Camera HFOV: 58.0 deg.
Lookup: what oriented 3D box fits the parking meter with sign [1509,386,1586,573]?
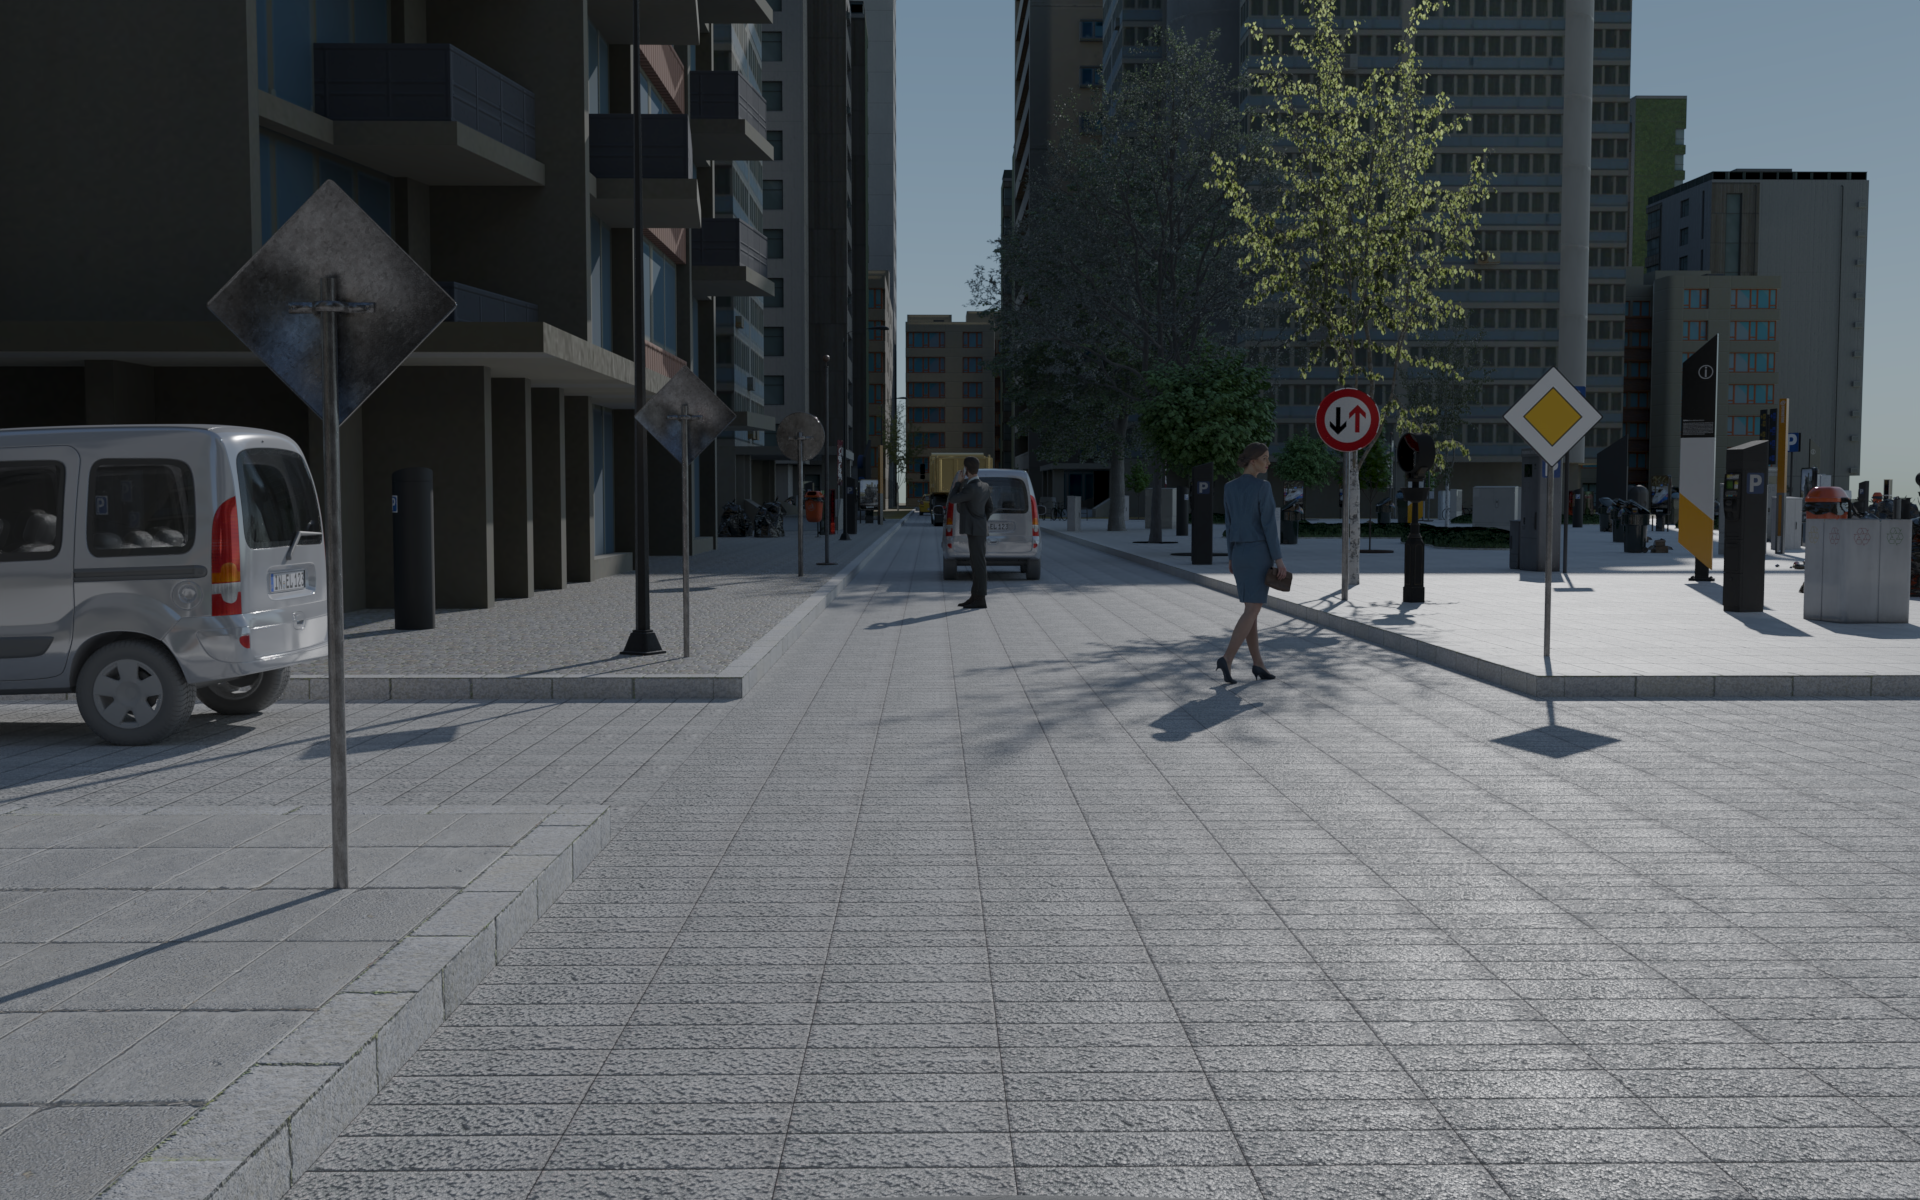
[{"bbox_3d":[9.702,-1.993,28.841,0.543,3.016,1.738,-1,4,-8],"label":"parking meter with sign"}]

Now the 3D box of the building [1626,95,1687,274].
[{"bbox_3d":[65.717,-30.437,181.238,14.086,41.232,14.154,0,4,-1],"label":"building"}]

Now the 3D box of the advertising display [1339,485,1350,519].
[{"bbox_3d":[19.887,-5.111,88.778,0.974,1.923,0.123,3,5,41],"label":"advertising display"}]

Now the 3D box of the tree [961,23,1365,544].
[{"bbox_3d":[5.226,-8.217,44.720,12.009,13.543,11.850,0,3,0],"label":"tree"}]

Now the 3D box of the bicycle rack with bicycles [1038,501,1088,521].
[{"bbox_3d":[5.026,-4.320,84.018,2.852,0.926,2.925,0,4,-6],"label":"bicycle rack with bicycles"}]

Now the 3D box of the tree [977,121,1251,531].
[{"bbox_3d":[5.350,-9.371,59.875,9.857,13.997,8.962,0,3,0],"label":"tree"}]

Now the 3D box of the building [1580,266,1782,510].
[{"bbox_3d":[50.262,-18.708,150.915,28.899,21.520,27.650,0,4,-1],"label":"building"}]

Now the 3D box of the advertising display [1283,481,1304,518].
[{"bbox_3d":[15.936,-4.746,82.817,0.974,1.923,0.123,0,4,0],"label":"advertising display"}]

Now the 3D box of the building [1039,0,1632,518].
[{"bbox_3d":[21.175,-25.051,101.457,32.217,40.220,23.993,0,4,-1],"label":"building"}]

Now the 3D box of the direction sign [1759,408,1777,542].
[{"bbox_3d":[21.525,-3.315,46.200,0.379,3.537,0.876,0,4,-1],"label":"direction sign"}]

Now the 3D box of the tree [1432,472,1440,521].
[{"bbox_3d":[21.901,-5.328,81.712,1.663,3.219,1.824,0,3,0],"label":"tree"}]

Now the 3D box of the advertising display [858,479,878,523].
[{"bbox_3d":[-3.966,-4.309,75.663,0.974,1.923,0.123,-2,4,-28],"label":"advertising display"}]

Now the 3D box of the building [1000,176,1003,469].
[{"bbox_3d":[10.612,-23.560,156.901,14.160,30.474,14.107,0,4,-1],"label":"building"}]

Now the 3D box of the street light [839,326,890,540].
[{"bbox_3d":[-2.654,-4.612,47.949,1.470,5.913,1.316,0,4,-1],"label":"street light"}]

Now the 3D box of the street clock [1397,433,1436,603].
[{"bbox_3d":[5.381,-0.973,20.480,0.358,2.002,0.471,-1,4,-19],"label":"street clock"}]

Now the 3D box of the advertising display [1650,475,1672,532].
[{"bbox_3d":[24.023,-3.313,59.373,0.123,1.923,0.974,-1,4,-13],"label":"advertising display"}]

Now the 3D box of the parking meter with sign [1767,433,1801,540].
[{"bbox_3d":[22.866,-3.226,49.012,1.738,3.016,0.543,-1,4,-19],"label":"parking meter with sign"}]

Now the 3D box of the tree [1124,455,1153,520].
[{"bbox_3d":[8.781,-5.615,86.413,1.663,3.219,1.824,0,3,0],"label":"tree"}]

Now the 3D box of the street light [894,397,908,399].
[{"bbox_3d":[-3.199,-6.744,82.799,1.470,5.913,1.316,0,4,-1],"label":"street light"}]

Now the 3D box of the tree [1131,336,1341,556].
[{"bbox_3d":[5.192,-3.215,36.287,4.285,4.588,4.351,0,3,0],"label":"tree"}]

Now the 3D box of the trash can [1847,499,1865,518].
[{"bbox_3d":[27.152,-2.513,52.747,0.748,1.137,0.748,0,3,0],"label":"trash can"}]

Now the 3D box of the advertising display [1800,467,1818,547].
[{"bbox_3d":[20.616,-2.256,42.099,0.123,1.923,0.974,1,4,11],"label":"advertising display"}]

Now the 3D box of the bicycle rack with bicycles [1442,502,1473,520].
[{"bbox_3d":[24.888,-4.237,82.652,2.852,0.926,2.925,-2,4,-32],"label":"bicycle rack with bicycles"}]

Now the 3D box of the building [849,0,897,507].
[{"bbox_3d":[-20.763,-39.174,182.499,28.212,58.520,21.231,0,4,-1],"label":"building"}]

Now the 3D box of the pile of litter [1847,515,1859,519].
[{"bbox_3d":[17.733,-1.233,34.123,1.719,0.858,1.176,1,4,18],"label":"pile of litter"}]

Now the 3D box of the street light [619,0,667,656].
[{"bbox_3d":[-2.006,-2.520,13.743,1.470,5.913,1.316,0,4,-1],"label":"street light"}]

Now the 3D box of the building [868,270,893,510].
[{"bbox_3d":[-20.594,-18.690,150.622,28.899,21.520,27.650,0,4,-1],"label":"building"}]

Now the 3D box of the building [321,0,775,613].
[{"bbox_3d":[-15.109,-22.982,30.382,22.147,44.769,28.867,0,4,-1],"label":"building"}]

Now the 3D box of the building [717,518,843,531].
[{"bbox_3d":[-20.516,-22.915,66.548,32.217,40.220,23.993,0,4,-1],"label":"building"}]

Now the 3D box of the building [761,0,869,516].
[{"bbox_3d":[-12.361,-19.878,96.701,14.160,30.474,14.107,0,4,-1],"label":"building"}]

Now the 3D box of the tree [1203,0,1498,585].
[{"bbox_3d":[5.514,-4.510,24.097,4.360,8.622,3.978,0,3,0],"label":"tree"}]

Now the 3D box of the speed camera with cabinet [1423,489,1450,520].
[{"bbox_3d":[23.787,-5.604,85.959,2.038,3.252,0.660,0,4,-4],"label":"speed camera with cabinet"}]

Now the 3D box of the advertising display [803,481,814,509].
[{"bbox_3d":[-7.673,-4.971,86.494,0.974,1.923,0.123,3,5,40],"label":"advertising display"}]

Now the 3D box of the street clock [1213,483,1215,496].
[{"bbox_3d":[11.524,-4.581,79.476,0.358,2.002,0.471,1,4,20],"label":"street clock"}]

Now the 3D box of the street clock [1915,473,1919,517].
[{"bbox_3d":[31.352,-3.168,56.361,0.471,2.002,0.358,0,4,1],"label":"street clock"}]

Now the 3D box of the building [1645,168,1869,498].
[{"bbox_3d":[71.799,-23.598,157.531,14.107,30.474,14.160,0,4,-1],"label":"building"}]

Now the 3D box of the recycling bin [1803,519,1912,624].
[{"bbox_3d":[9.047,-0.301,17.476,0.722,1.027,0.722,0,4,-5],"label":"recycling bin"}]

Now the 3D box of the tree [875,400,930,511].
[{"bbox_3d":[-4.651,-11.222,133.846,4.737,8.622,4.395,0,3,0],"label":"tree"}]

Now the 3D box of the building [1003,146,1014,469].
[{"bbox_3d":[11.187,-22.699,142.828,14.160,30.474,14.107,0,4,-1],"label":"building"}]

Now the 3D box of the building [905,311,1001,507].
[{"bbox_3d":[8.743,-20.963,187.790,28.899,21.520,27.650,0,4,-1],"label":"building"}]

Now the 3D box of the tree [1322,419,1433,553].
[{"bbox_3d":[9.048,-2.652,37.966,1.663,3.219,1.824,0,3,0],"label":"tree"}]

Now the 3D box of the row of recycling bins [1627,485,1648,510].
[{"bbox_3d":[32.382,-4.695,83.870,1.069,1.692,3.534,0,4,4],"label":"row of recycling bins"}]

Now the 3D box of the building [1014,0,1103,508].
[{"bbox_3d":[15.044,-30.614,124.238,21.300,48.544,21.600,0,4,-1],"label":"building"}]

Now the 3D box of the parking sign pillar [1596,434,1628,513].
[{"bbox_3d":[29.410,-5.483,78.120,1.447,3.967,1.447,2,4,27],"label":"parking sign pillar"}]

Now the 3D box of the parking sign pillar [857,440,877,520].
[{"bbox_3d":[-4.723,-5.937,85.542,1.447,3.967,1.447,1,4,9],"label":"parking sign pillar"}]

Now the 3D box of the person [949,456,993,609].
[{"bbox_3d":[0.132,-0.850,21.758,0.474,1.900,0.648,1,4,14],"label":"person"}]

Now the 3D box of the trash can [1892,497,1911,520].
[{"bbox_3d":[39.424,-3.721,72.493,0.748,1.137,0.748,0,3,0],"label":"trash can"}]

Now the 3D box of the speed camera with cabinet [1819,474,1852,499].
[{"bbox_3d":[39.877,-5.194,79.259,0.660,3.252,2.038,-1,4,-12],"label":"speed camera with cabinet"}]

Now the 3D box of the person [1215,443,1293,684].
[{"bbox_3d":[2.183,-0.286,13.208,0.654,1.822,0.581,-1,4,-22],"label":"person"}]

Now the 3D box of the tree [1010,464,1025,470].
[{"bbox_3d":[3.634,-7.084,110.431,1.663,3.219,1.824,0,3,0],"label":"tree"}]

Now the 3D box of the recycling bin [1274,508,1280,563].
[{"bbox_3d":[5.473,-1.201,32.186,0.722,1.027,0.722,3,4,38],"label":"recycling bin"}]
